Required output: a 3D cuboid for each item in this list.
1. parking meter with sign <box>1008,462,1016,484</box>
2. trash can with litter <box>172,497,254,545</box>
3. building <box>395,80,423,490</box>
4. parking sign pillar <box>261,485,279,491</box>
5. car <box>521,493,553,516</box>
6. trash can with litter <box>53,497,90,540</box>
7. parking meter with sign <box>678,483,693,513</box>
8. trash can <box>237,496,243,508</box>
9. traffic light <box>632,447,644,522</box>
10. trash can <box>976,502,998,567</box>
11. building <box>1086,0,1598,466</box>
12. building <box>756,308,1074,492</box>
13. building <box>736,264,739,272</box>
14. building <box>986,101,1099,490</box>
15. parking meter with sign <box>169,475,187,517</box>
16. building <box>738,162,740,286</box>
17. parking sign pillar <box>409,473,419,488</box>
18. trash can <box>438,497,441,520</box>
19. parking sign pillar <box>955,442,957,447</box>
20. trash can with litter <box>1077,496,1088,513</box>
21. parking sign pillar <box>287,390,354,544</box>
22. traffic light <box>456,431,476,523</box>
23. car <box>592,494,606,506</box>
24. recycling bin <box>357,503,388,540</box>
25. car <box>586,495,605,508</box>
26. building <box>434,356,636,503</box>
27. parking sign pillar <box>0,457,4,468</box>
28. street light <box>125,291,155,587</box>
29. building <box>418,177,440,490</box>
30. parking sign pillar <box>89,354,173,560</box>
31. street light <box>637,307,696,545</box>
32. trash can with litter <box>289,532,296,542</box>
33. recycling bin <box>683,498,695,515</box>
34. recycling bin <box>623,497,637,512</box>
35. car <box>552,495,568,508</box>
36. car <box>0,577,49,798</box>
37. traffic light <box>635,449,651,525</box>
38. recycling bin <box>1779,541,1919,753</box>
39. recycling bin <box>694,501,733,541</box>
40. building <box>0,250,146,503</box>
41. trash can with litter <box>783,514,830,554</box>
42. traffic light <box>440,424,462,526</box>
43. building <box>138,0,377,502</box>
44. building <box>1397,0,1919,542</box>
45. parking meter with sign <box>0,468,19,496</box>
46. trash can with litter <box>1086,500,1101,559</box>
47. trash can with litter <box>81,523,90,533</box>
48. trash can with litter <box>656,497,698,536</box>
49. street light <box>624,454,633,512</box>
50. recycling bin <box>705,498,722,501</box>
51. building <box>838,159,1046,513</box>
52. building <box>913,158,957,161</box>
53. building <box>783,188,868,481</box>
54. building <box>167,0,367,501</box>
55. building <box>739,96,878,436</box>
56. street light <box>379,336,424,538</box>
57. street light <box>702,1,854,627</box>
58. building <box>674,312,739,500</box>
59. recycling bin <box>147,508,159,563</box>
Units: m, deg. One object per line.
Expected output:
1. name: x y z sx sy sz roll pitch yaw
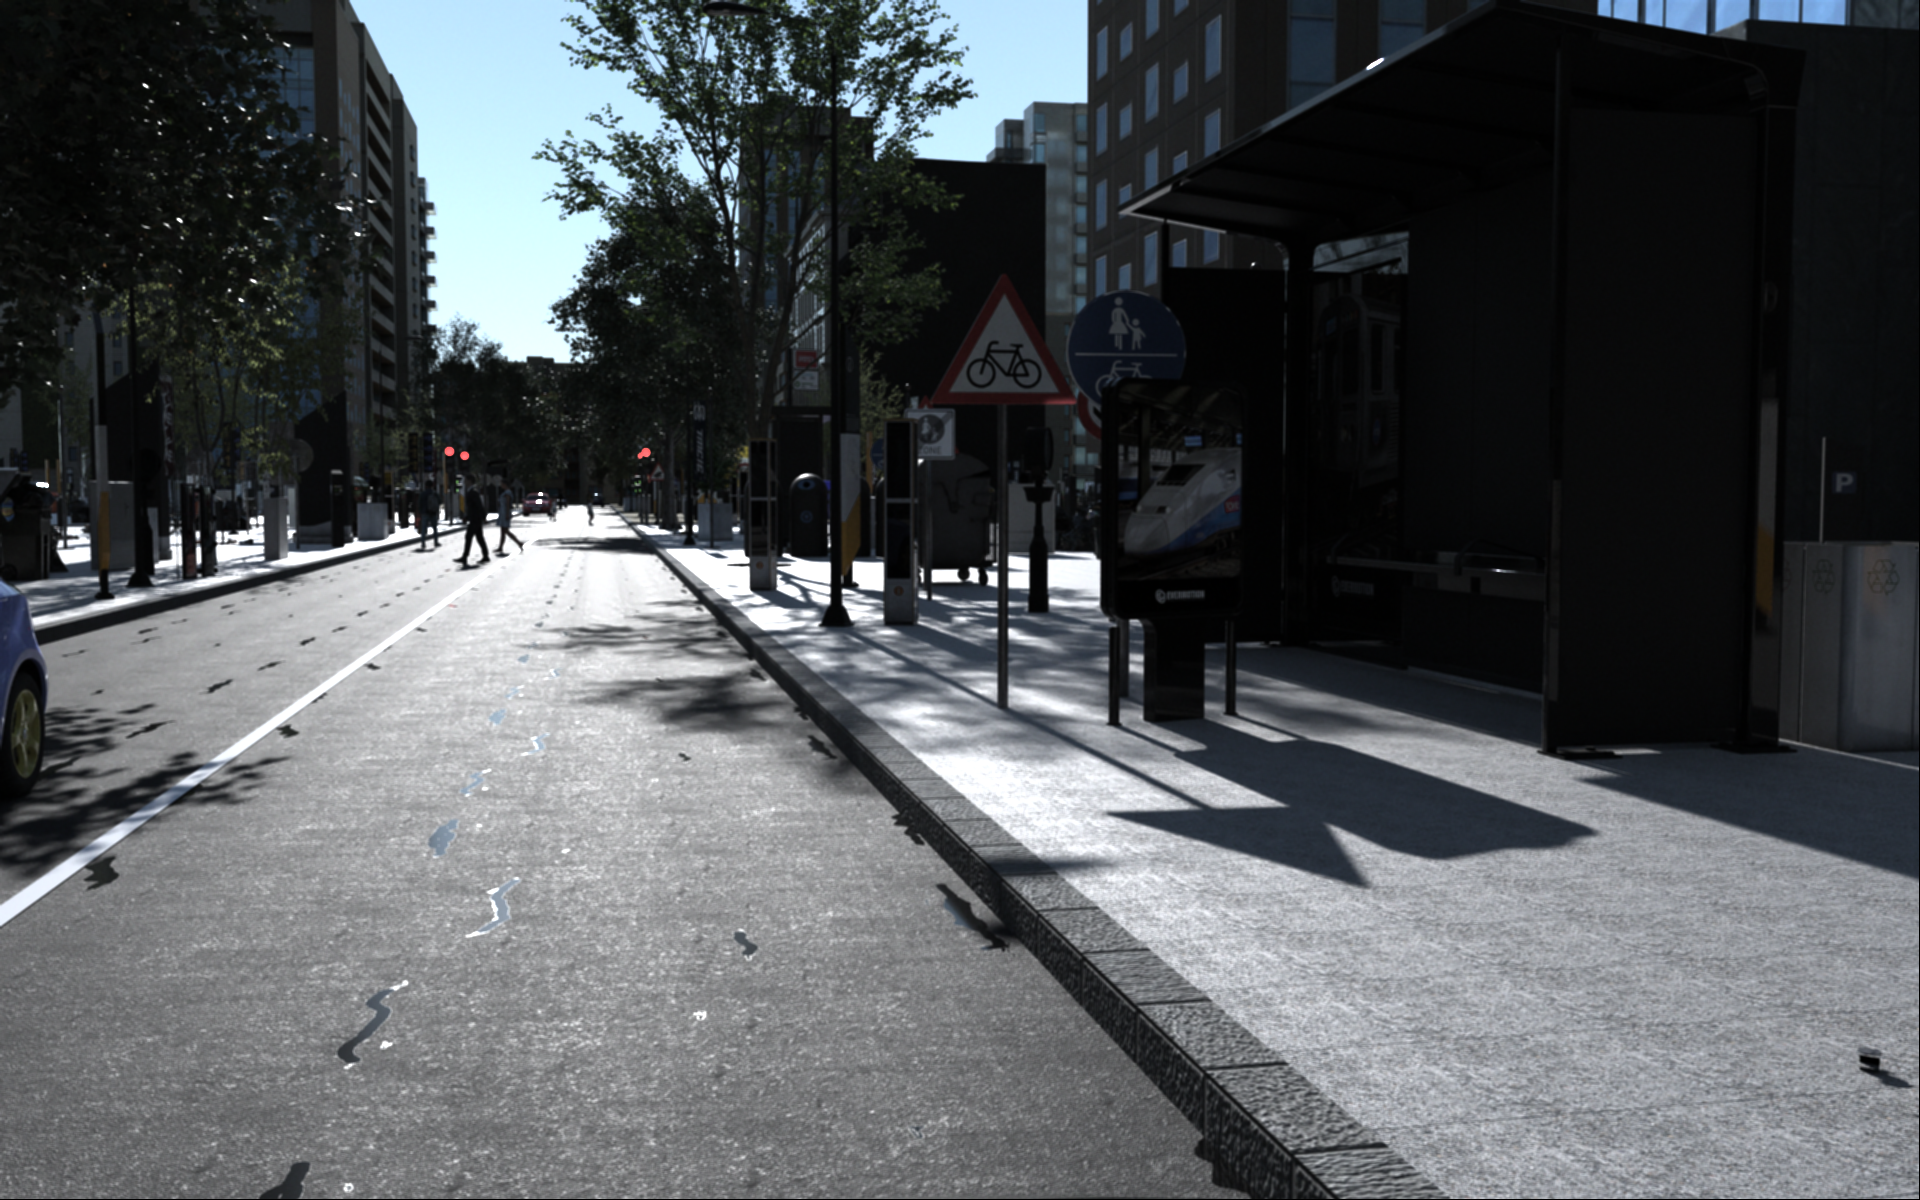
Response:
1. parking meter with sign: 2.774 -5.992 94.229 0.543 3.016 1.738 1 4 21
2. trash can with litter: -18.719 -2.021 44.106 2.233 1.210 1.678 1 4 11
3. building: -72.924 -34.972 195.488 21.600 48.544 21.300 -1 4 -12
4. parking sign pillar: -41.342 -7.160 105.539 1.447 3.967 1.447 1 4 10
5. car: -27.626 -6.383 113.408 2.155 1.783 4.494 -1 4 -10
6. trash can with litter: -25.468 -2.306 48.762 1.678 1.210 2.233 -1 4 -18
7. parking meter with sign: -18.136 -7.302 115.651 1.738 3.016 0.543 0 4 -8
8. trash can: -52.913 -7.090 127.581 0.748 1.137 0.748 0 3 0
9. traffic light: -14.479 -5.486 78.620 0.839 4.253 0.868 -1 4 -12
10. trash can: 0.360 -1.171 30.800 0.748 1.137 0.748 0 3 0
11. building: 12.589 -24.679 53.611 14.600 45.320 14.200 -1 4 -12
12. building: -5.651 -20.265 176.365 27.650 21.520 28.899 -1 4 -12
13. building: -23.316 -35.323 269.411 23.993 40.220 32.217 -1 4 -12
14. building: 19.100 -36.297 213.063 30.456 49.044 23.786 -1 4 -12
15. parking meter with sign: -44.499 -6.283 98.980 1.738 3.016 0.543 1 4 21
16. building: -19.825 -32.195 209.988 14.154 41.232 14.086 -1 4 -12
17. parking sign pillar: -41.315 -8.738 131.332 1.447 3.967 1.447 0 4 3
18. trash can: -24.444 -4.197 80.272 0.748 1.137 0.748 0 3 0
19. parking sign pillar: -0.379 -6.200 89.839 1.447 3.967 1.447 -2 4 -26
20. trash can with litter: 7.750 -6.097 110.750 1.678 1.210 2.233 2 4 30
21. parking sign pillar: -16.560 -3.458 45.018 1.447 3.967 1.447 0 4 -7
22. traffic light: -21.976 -5.390 77.046 0.839 4.253 0.868 -1 4 -12
23. car: -44.418 -12.251 212.095 2.131 1.459 4.920 -1 4 -12
24. recycling bin: -16.533 -2.215 48.764 0.722 1.027 0.722 -1 4 -9
25. car: -38.397 -10.388 182.424 1.945 1.354 3.894 -1 4 -11
26. building: -62.571 -25.355 259.590 28.899 21.520 27.650 -1 4 -12
27. parking sign pillar: -70.297 -8.417 126.089 1.447 3.967 1.447 -2 4 -29
28. street light: -10.825 -3.142 23.906 1.470 5.913 1.316 -1 4 -12
29. building: -91.125 -38.575 250.310 30.456 49.044 23.786 -1 4 -12
30. parking sign pillar: -16.121 -2.761 33.622 1.447 3.967 1.447 0 4 -4
31. street light: -7.345 -4.330 43.345 1.470 5.913 1.316 -1 4 -12
32. trash can with litter: -17.373 -2.132 46.250 1.055 1.170 0.624 0 4 -5
33. recycling bin: -16.324 -5.657 105.045 0.722 1.027 0.722 -2 4 -33
34. recycling bin: -24.008 -6.907 125.481 0.722 1.027 0.722 -1 4 -18
35. car: -42.038 -10.328 181.438 1.945 1.354 3.894 -1 4 -12
36. car: -4.986 0.171 6.799 1.945 1.707 3.694 -1 4 -12
37. traffic light: -12.849 -5.008 70.803 0.839 4.253 0.868 -1 4 -12
38. recycling bin: 4.684 0.220 8.960 0.722 1.027 0.722 -1 4 -9
39. recycling bin: -6.755 -2.155 47.793 0.722 1.027 0.722 -3 5 -42
40. building: -98.070 -39.641 190.136 28.212 58.520 21.231 -1 4 -12
41. trash can with litter: -3.401 -1.645 37.947 1.678 1.210 2.233 2 4 34
42. traffic light: -20.346 -4.912 69.229 0.839 4.253 0.868 -1 4 -12
43. building: -67.938 -33.428 170.257 21.300 48.544 21.600 -1 4 -12
44. building: 22.602 -43.180 18.663 22.319 86.520 31.000 -1 4 -12
45. parking meter with sign: -27.555 -3.285 49.973 1.738 3.016 0.543 -1 4 -16
46. trash can with litter: 2.967 -1.392 34.141 0.624 1.170 1.055 2 4 29
47. trash can with litter: -28.617 -2.823 57.542 0.624 1.170 1.055 1 4 21
48. trash can with litter: -8.359 -2.608 53.701 1.678 1.210 2.233 -2 4 -31
49. street light: -12.938 -6.008 70.772 1.470 5.913 1.316 -1 4 -12
50. recycling bin: -14.181 -5.338 99.836 0.722 1.027 0.722 3 5 42
51. building: -1.864 -17.965 123.407 12.332 23.373 15.834 -1 4 -12
52. building: -3.720 -32.419 213.647 14.086 41.232 14.154 -1 4 -12
53. building: -7.062 -21.151 143.075 12.463 27.353 25.104 -1 4 -12
54. building: -60.947 -30.766 153.129 14.600 45.320 14.200 -1 4 -12
55. building: -17.324 -33.380 195.876 14.600 45.320 14.200 -1 4 -12
56. street light: -16.448 -4.796 50.961 1.470 5.913 1.316 -1 4 -12
57. street light: -1.736 -2.694 16.596 1.470 5.913 1.316 -1 4 -12
58. building: -40.071 -29.666 256.745 14.107 30.474 14.160 -1 4 -12
59. recycling bin: -15.248 -1.181 31.861 0.722 1.027 0.722 0 4 -3
